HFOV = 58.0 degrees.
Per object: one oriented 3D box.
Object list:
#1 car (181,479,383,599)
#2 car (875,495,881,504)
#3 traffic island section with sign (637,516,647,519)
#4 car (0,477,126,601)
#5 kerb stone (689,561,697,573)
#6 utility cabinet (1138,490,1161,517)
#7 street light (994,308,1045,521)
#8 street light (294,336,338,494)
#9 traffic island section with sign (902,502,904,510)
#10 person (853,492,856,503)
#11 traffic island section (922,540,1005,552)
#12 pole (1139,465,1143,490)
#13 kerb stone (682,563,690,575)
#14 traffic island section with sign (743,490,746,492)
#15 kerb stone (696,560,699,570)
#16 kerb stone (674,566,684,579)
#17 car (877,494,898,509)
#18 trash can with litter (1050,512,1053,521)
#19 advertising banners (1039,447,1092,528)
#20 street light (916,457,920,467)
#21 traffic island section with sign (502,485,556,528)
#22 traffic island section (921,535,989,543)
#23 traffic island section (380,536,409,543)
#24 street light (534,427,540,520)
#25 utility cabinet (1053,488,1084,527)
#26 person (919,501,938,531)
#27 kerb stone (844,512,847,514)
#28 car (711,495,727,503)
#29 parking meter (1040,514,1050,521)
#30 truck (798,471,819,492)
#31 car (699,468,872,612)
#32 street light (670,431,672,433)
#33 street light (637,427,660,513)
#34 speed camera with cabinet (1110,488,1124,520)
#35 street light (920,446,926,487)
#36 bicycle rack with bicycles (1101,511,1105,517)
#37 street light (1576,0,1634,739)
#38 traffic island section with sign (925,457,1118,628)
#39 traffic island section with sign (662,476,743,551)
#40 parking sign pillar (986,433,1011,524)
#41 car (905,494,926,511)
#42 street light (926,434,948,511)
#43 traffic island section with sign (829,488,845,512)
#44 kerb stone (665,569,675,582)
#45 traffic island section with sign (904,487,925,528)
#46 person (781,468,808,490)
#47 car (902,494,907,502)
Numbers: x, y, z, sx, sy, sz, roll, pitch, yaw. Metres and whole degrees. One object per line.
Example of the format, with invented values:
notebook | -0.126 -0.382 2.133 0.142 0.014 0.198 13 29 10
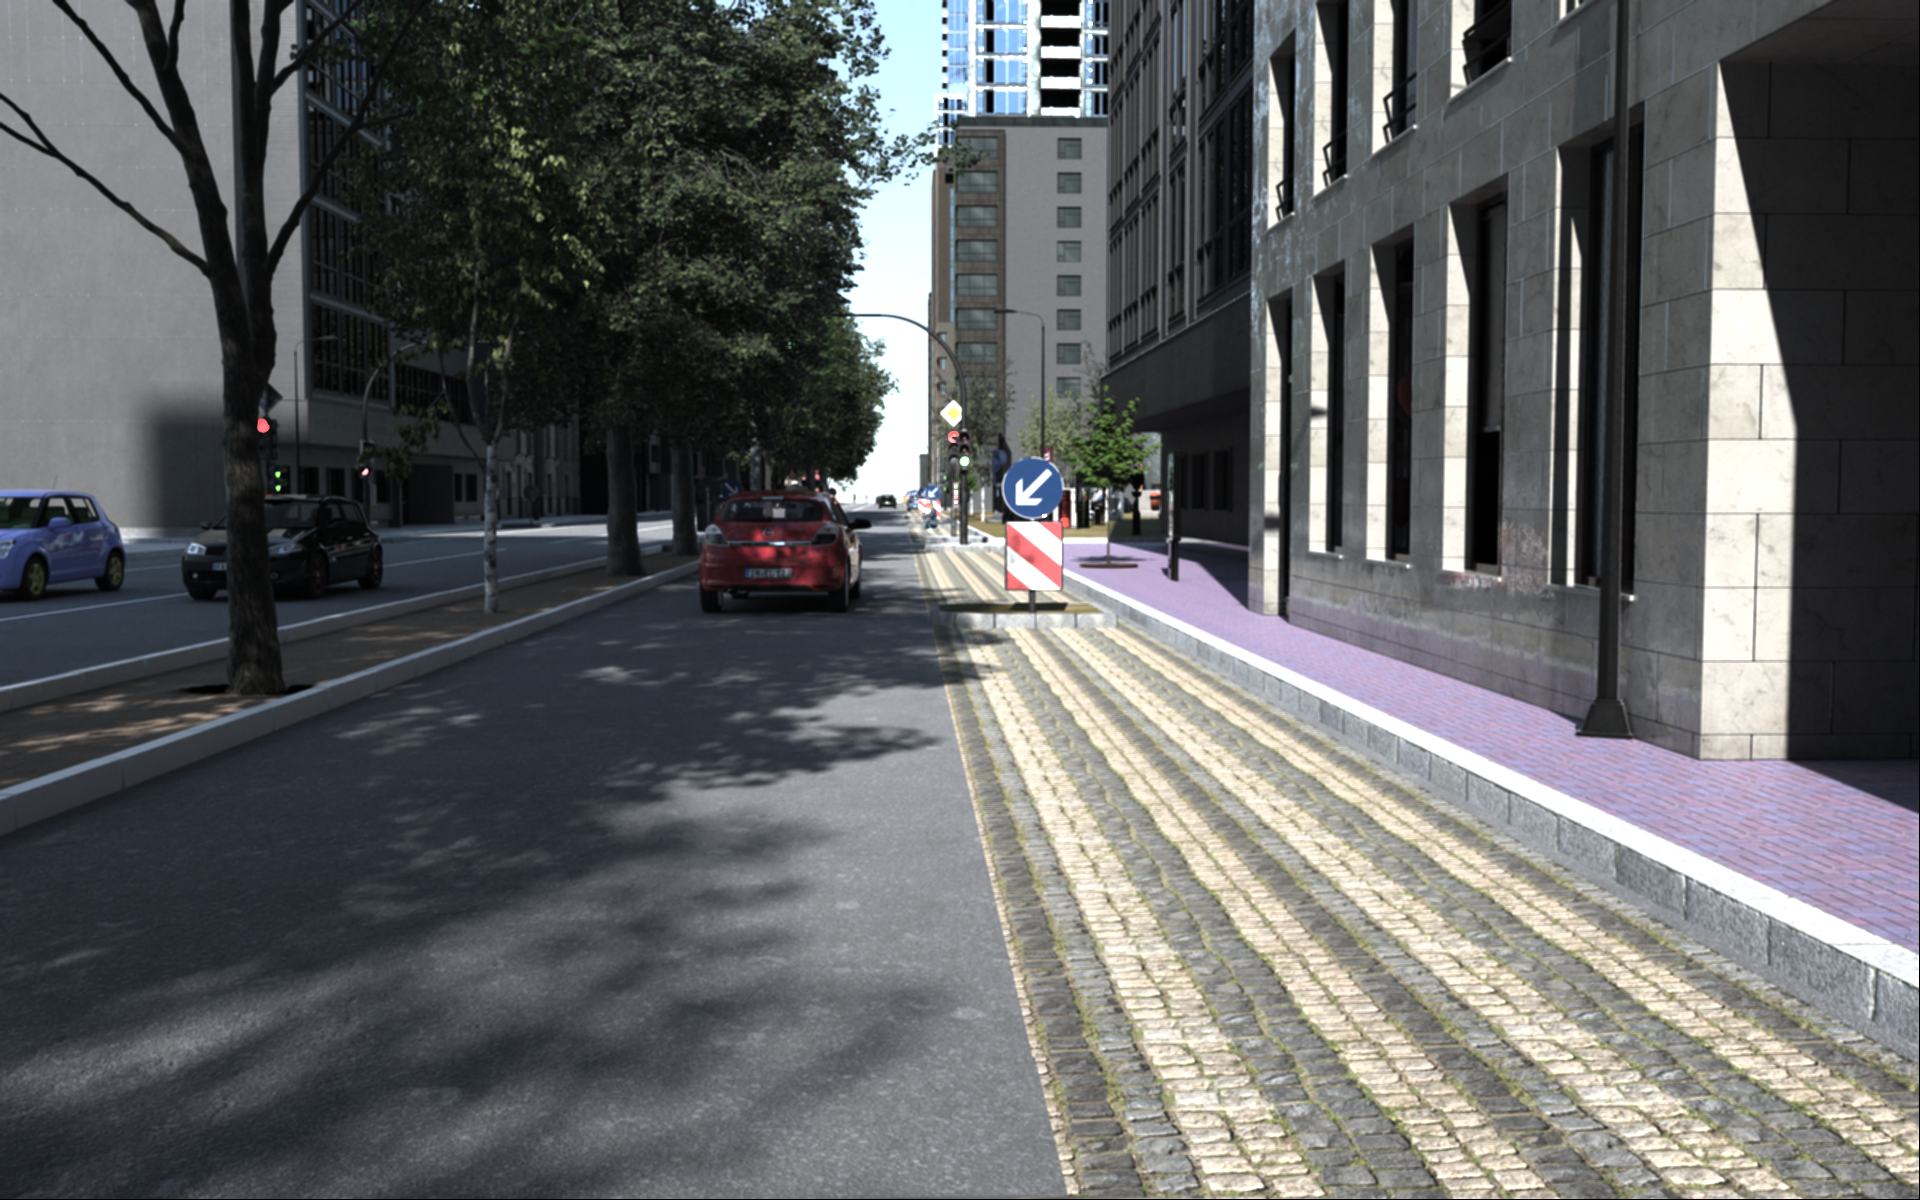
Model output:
car | -9.627 -0.919 24.806 2.009 1.686 4.222 0 4 -2
car | -11.325 -14.523 250.024 1.945 1.354 3.894 0 4 -3
traffic island section with sign | -19.371 -5.662 101.205 1.989 1.847 2.006 0 4 -2
car | -13.263 -0.899 24.289 1.945 1.707 3.694 0 4 -2
kerb stone | -4.943 -0.569 31.492 0.120 0.150 1.000 0 4 -2
utility cabinet | 10.242 -5.237 94.311 0.318 1.500 1.173 -3 5 -41
street light | 1.542 -4.340 43.494 1.470 5.913 1.316 0 4 -2
street light | -18.998 -4.804 51.083 1.470 5.913 1.316 0 4 -2
traffic island section with sign | -2.226 -5.628 100.641 1.989 1.847 2.006 0 4 -2
person | -16.451 -16.068 271.740 0.617 1.759 0.750 -3 5 -40
traffic island section | 0.111 -1.329 44.005 2.009 0.180 2.903 0 4 -2
pole | 10.624 -6.599 101.739 0.158 3.312 0.155 0 3 0
kerb stone | -4.908 -0.506 30.465 0.120 0.150 1.000 0 4 -2
traffic island section with sign | -22.107 -10.378 178.312 1.989 1.847 2.006 0 4 -2
kerb stone | -4.993 -0.627 32.513 0.120 0.150 1.000 0 4 -2
kerb stone | -4.862 -0.442 29.432 0.120 0.150 1.000 0 4 -2
car | -7.095 -9.768 169.500 2.009 1.686 4.222 0 4 -2
trash can with litter | 3.587 -3.409 67.120 1.055 1.170 0.624 0 4 -3
advertising banners | 3.941 -4.198 64.829 2.074 3.025 0.090 -1 4 -14
street light | -4.095 -14.107 203.190 1.470 5.913 1.316 0 4 -2
traffic island section with sign | -18.407 -4.006 74.124 1.989 1.847 2.006 0 4 -2
traffic island section | -0.171 -1.817 51.985 2.009 0.180 2.903 0 4 -2
traffic island section | -17.602 -1.780 51.376 2.009 0.180 2.903 0 4 -2
street light | -20.263 -6.876 84.968 1.470 5.913 1.316 0 4 -2
utility cabinet | 4.113 -3.494 65.799 1.173 1.500 0.318 0 4 2
person | -1.202 -3.276 67.564 0.738 1.151 1.012 0 4 -4
kerb stone | -8.259 -6.303 125.262 0.120 0.150 1.000 0 4 -2
car | -10.365 -4.011 77.577 2.014 1.417 4.499 0 4 -1
parking meter | 2.747 -3.072 55.938 0.255 1.863 0.399 0 4 -5
truck | -14.786 -11.400 175.308 2.839 4.237 11.283 0 4 -3
car | -2.247 -0.820 22.448 2.155 1.783 4.494 0 3 0
street light | -21.760 -9.483 127.590 1.470 5.913 1.316 0 4 -2
street light | -21.468 -8.949 118.855 1.470 5.913 1.316 0 4 -2
speed camera with cabinet | 7.763 -5.648 86.682 0.660 3.252 2.038 1 4 15
street light | -2.898 -12.012 168.932 1.470 5.913 1.316 0 4 -2
bicycle rack with bicycles | 7.032 -4.986 94.900 2.852 0.926 2.925 -2 4 -35
street light | 2.907 -2.232 9.037 1.470 5.913 1.316 0 4 -2
traffic island section with sign | 0.650 -0.653 19.304 1.989 1.847 2.006 0 4 -2
traffic island section with sign | -6.454 -2.194 44.013 2.006 1.907 1.989 0 4 -2
parking sign pillar | 1.844 -5.350 75.946 1.447 3.967 1.447 -1 4 -18
car | -3.530 -8.040 143.451 2.014 1.417 4.499 0 4 -3
street light | -1.678 -9.907 134.519 1.470 5.913 1.316 0 4 -2
traffic island section with sign | -9.374 -7.240 126.507 2.006 1.907 1.989 0 4 -2
kerb stone | -4.841 -0.380 28.408 0.120 0.150 1.000 0 4 -2
traffic island section with sign | -1.268 -3.980 73.703 1.989 1.847 2.006 0 4 -2
person | -2.998 -1.434 31.308 0.474 1.900 0.648 2 4 28
car | -7.918 -15.704 266.982 2.015 1.641 3.980 0 4 -3
